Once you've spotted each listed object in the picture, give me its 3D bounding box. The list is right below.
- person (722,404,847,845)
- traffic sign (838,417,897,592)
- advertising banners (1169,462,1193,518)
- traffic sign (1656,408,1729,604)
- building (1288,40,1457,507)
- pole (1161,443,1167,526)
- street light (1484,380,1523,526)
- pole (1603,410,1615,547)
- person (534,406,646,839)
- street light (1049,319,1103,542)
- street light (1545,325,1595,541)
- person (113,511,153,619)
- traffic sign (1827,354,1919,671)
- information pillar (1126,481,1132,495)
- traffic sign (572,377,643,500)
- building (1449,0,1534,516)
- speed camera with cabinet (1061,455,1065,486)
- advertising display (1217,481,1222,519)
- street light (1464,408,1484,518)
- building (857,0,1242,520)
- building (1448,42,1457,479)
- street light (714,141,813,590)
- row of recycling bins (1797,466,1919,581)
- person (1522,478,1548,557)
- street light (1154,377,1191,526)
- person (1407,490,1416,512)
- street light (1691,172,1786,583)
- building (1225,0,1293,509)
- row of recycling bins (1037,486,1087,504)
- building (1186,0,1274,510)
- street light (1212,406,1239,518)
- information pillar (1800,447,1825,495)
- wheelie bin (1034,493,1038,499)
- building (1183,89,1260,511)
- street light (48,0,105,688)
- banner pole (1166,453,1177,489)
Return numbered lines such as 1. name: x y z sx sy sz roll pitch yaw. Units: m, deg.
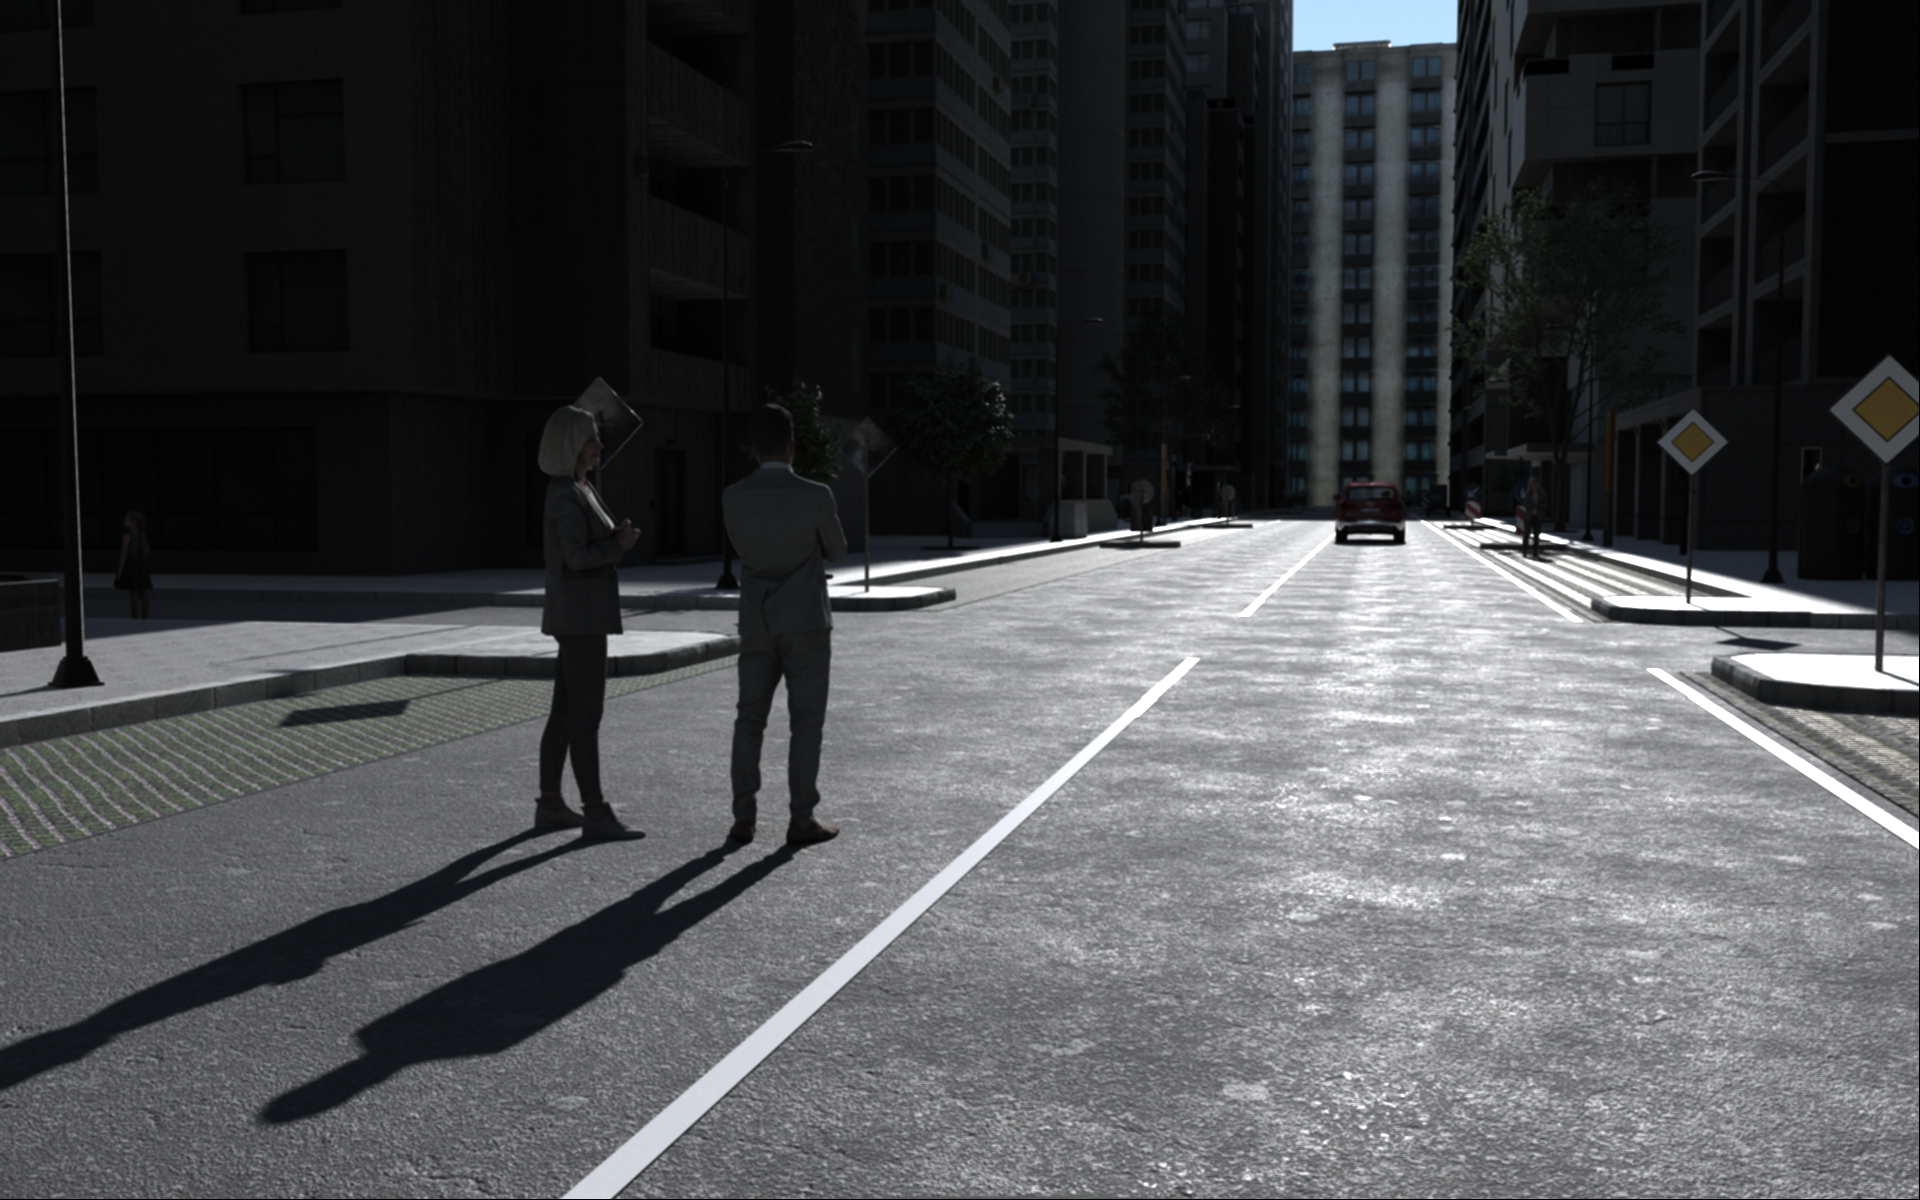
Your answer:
1. person: -0.726 0.089 7.229 0.511 1.800 0.466 0 4 3
2. traffic sign: -1.216 -1.162 22.635 0.795 2.450 0.064 1 4 14
3. advertising banners: 11.924 -6.019 94.595 0.090 3.025 2.074 -3 5 -43
4. traffic sign: 8.542 -1.016 20.257 0.795 2.450 0.064 1 4 14
5. building: 42.823 -34.661 186.311 30.456 49.044 23.786 1 4 14
6. pole: 8.229 -4.647 69.827 0.158 3.312 0.155 0 3 0
7. street light: 22.212 -5.978 70.276 1.470 5.913 1.316 1 4 14
8. pole: 15.776 -2.951 42.093 0.158 3.312 0.155 0 3 0
9. person: -1.564 0.079 7.394 0.526 1.800 0.537 0 4 3
10. street light: 3.110 -4.505 46.201 1.470 5.913 1.316 1 4 14
11. street light: 16.761 -4.593 47.632 1.470 5.913 1.316 1 4 14
12. person: -8.781 -0.317 18.359 0.373 1.253 0.362 1 4 17
13. traffic sign: 6.660 -0.541 12.496 0.795 2.450 0.064 1 4 14
14. information pillar: 9.516 -5.693 97.570 0.304 2.012 0.304 0 4 4
15. traffic sign: -3.098 -0.687 14.874 0.795 2.450 0.064 1 4 14
16. building: 47.174 -30.662 125.018 21.300 48.544 21.600 1 4 14
17. speed camera with cabinet: 5.837 -5.697 87.489 2.038 3.252 0.660 1 4 18
18. advertising display: 13.293 -5.108 88.729 0.123 1.923 0.974 0 4 2
19. street light: 27.732 -7.362 92.903 1.470 5.913 1.316 1 4 14
20. building: 1.501 -25.645 111.175 32.217 40.220 23.993 1 4 14
21. building: 54.113 -30.270 149.540 22.147 44.769 28.867 1 4 14
22. street light: -2.617 -3.092 23.101 1.470 5.913 1.316 1 4 14
23. row of recycling bins: 14.401 -1.140 25.756 3.534 1.692 1.069 1 4 13
24. person: 12.961 -1.856 39.022 0.537 1.800 0.526 1 4 21
25. street light: 8.452 -5.892 68.871 1.470 5.913 1.316 1 4 14
26. person: 35.693 -7.843 137.517 0.721 1.735 1.217 -2 4 -31
27. street light: 11.230 -3.209 25.008 1.470 5.913 1.316 1 4 14
28. building: 19.964 -44.201 160.943 20.611 71.187 20.563 1 4 14
29. row of recycling bins: 5.465 -4.769 85.085 3.534 1.692 1.069 1 4 21
30. building: 17.847 -27.990 141.235 14.154 41.232 14.086 1 4 14
31. street light: 14.017 -7.275 91.487 1.470 5.913 1.316 1 4 14
32. information pillar: 13.325 -1.384 27.118 0.304 2.012 0.304 2 4 31
33. wheelie bin: 3.725 -4.149 75.749 0.980 1.594 0.693 0 4 5
34. building: 14.420 -21.787 127.915 14.160 30.474 14.107 1 4 14
35. street light: -5.405 -2.371 11.309 1.470 5.913 1.316 1 4 14
36. banner pole: 11.112 -6.226 91.812 0.863 3.779 0.401 1 4 16
